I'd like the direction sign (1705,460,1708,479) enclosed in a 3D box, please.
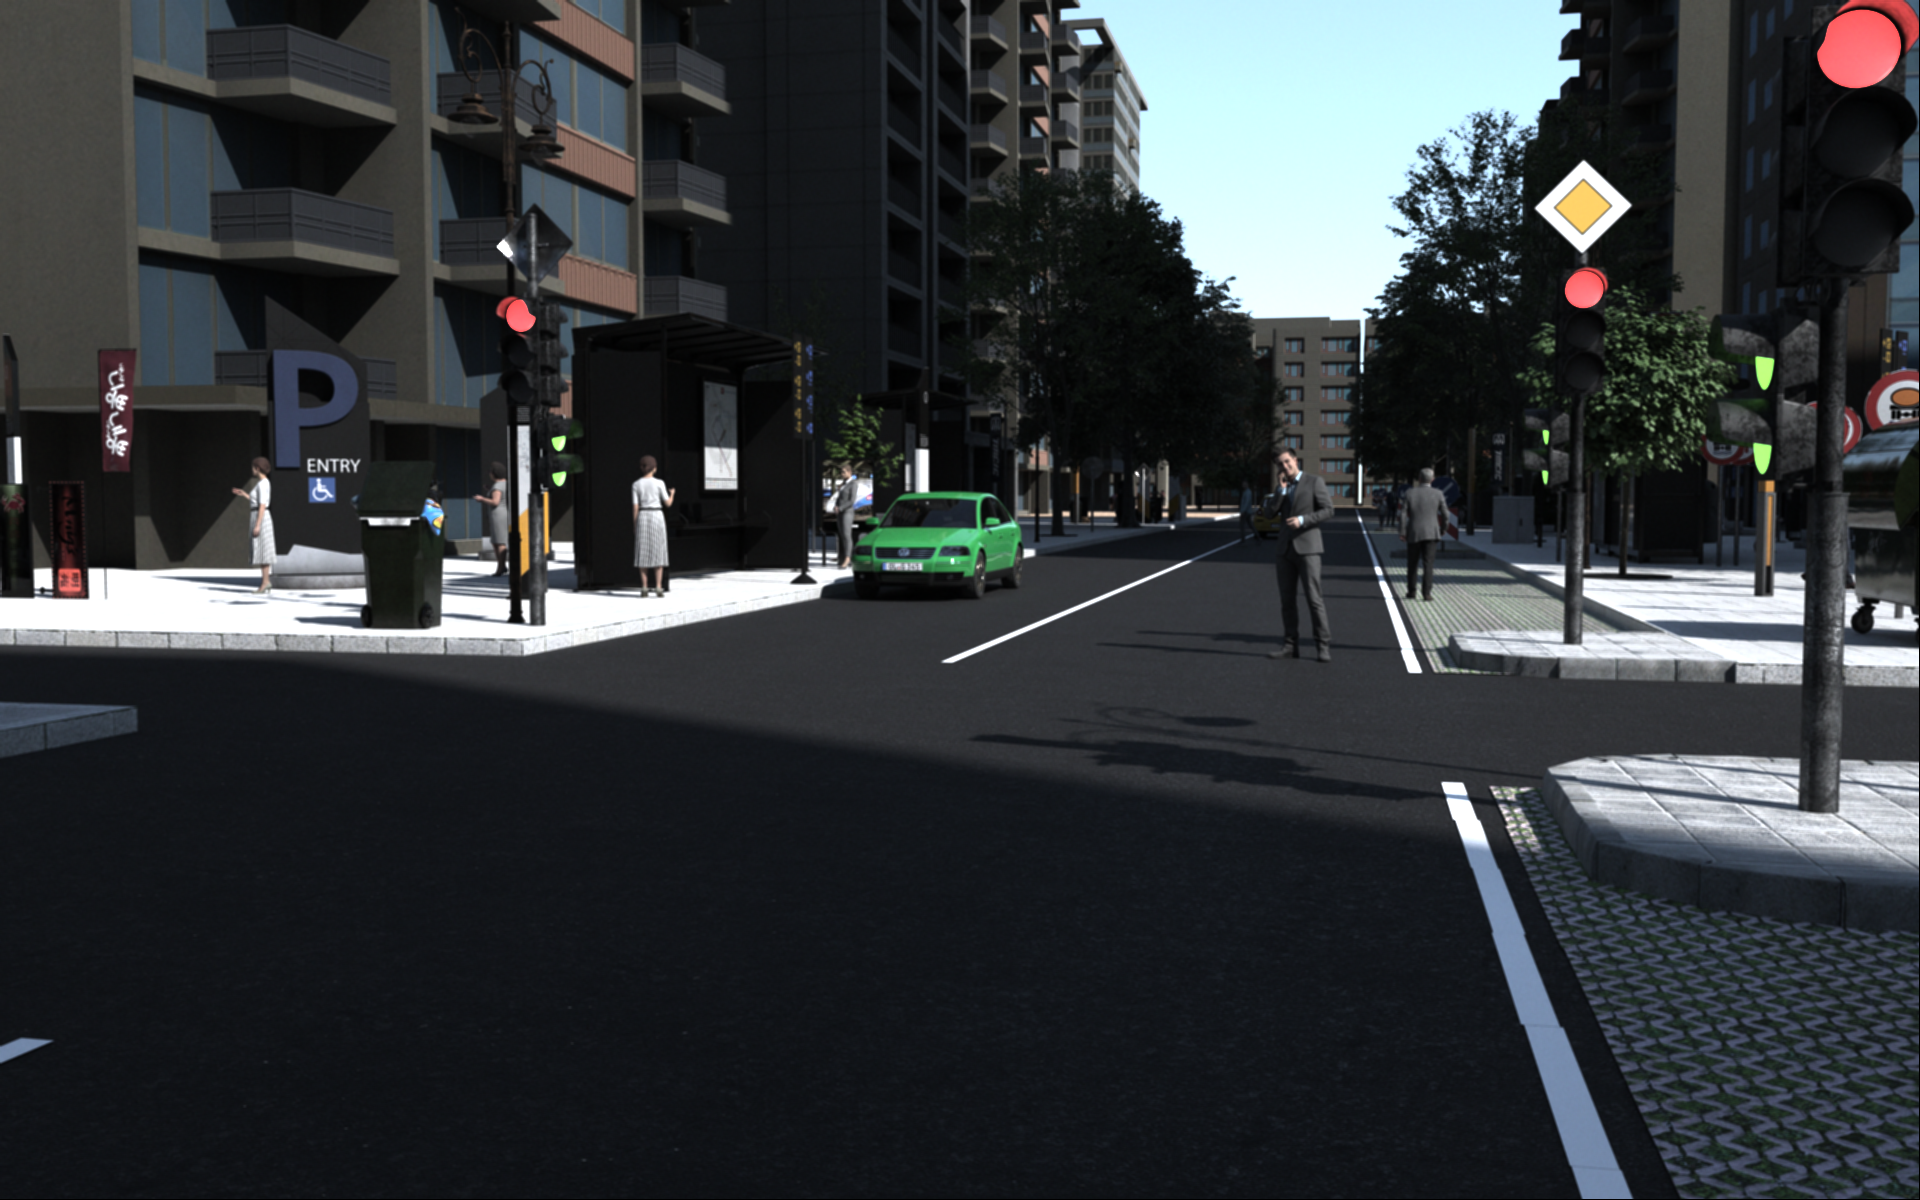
[{"bbox_3d":[22.363,-3.664,51.907,0.379,3.537,0.876,2,4,26],"label":"direction sign"}]

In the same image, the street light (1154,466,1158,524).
[{"bbox_3d":[8.482,-6.235,74.729,0.468,5.910,1.993,1,4,13],"label":"street light"}]

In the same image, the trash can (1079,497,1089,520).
[{"bbox_3d":[6.026,-4.526,85.658,0.748,1.137,0.748,0,3,0],"label":"trash can"}]

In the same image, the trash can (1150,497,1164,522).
[{"bbox_3d":[9.167,-4.245,81.065,0.748,1.137,0.748,0,3,0],"label":"trash can"}]

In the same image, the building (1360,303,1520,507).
[{"bbox_3d":[58.713,-21.001,188.398,28.899,21.520,27.650,1,4,13],"label":"building"}]

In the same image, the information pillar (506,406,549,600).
[{"bbox_3d":[-5.249,-1.812,20.980,0.504,3.616,0.183,1,4,11],"label":"information pillar"}]

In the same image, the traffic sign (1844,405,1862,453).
[{"bbox_3d":[12.090,-1.467,24.098,0.768,2.556,0.104,1,4,21],"label":"traffic sign"}]

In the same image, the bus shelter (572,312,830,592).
[{"bbox_3d":[-3.654,-2.102,25.653,1.731,3.624,6.357,1,4,13],"label":"bus shelter"}]

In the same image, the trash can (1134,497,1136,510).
[{"bbox_3d":[8.437,-4.559,86.188,0.748,1.137,0.748,0,3,0],"label":"trash can"}]

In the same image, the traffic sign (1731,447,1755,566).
[{"bbox_3d":[13.903,-1.887,30.955,0.768,2.556,0.104,1,4,14],"label":"traffic sign"}]

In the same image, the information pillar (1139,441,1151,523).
[{"bbox_3d":[8.084,-5.161,75.738,0.504,3.616,0.183,1,4,18],"label":"information pillar"}]

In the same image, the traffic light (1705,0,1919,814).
[{"bbox_3d":[3.465,-1.101,6.914,0.839,4.253,0.868,1,4,13],"label":"traffic light"}]

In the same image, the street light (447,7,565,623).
[{"bbox_3d":[-4.430,-2.711,17.111,0.468,5.910,1.993,1,4,13],"label":"street light"}]

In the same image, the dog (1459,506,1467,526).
[{"bbox_3d":[19.831,-3.345,69.064,0.513,0.831,0.800,-1,4,-20],"label":"dog"}]

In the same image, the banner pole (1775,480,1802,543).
[{"bbox_3d":[21.964,-3.421,45.943,0.863,3.779,0.401,-1,4,-12],"label":"banner pole"}]

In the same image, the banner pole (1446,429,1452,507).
[{"bbox_3d":[18.800,-4.689,66.686,0.401,3.779,0.863,0,4,4],"label":"banner pole"}]

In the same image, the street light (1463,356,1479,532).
[{"bbox_3d":[17.126,-5.226,58.233,0.468,5.910,1.993,1,4,13],"label":"street light"}]

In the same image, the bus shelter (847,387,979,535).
[{"bbox_3d":[-1.034,-3.054,41.224,1.731,3.624,6.357,1,4,13],"label":"bus shelter"}]

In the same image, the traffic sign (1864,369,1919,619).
[{"bbox_3d":[9.684,-1.081,17.787,0.768,2.556,0.104,1,4,20],"label":"traffic sign"}]

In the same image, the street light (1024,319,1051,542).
[{"bbox_3d":[2.056,-4.477,45.993,0.468,5.910,1.993,1,4,13],"label":"street light"}]

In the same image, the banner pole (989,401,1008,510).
[{"bbox_3d":[1.074,-3.479,46.900,0.401,3.779,0.863,-3,5,-41],"label":"banner pole"}]

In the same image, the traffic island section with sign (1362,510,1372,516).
[{"bbox_3d":[27.836,-6.489,114.720,1.989,1.847,2.006,1,4,13],"label":"traffic island section with sign"}]

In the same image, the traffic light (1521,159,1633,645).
[{"bbox_3d":[5.224,-1.577,14.704,0.839,4.253,0.868,1,4,13],"label":"traffic light"}]

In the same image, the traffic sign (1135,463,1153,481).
[{"bbox_3d":[7.635,-4.430,72.166,0.795,2.593,0.064,1,4,21],"label":"traffic sign"}]

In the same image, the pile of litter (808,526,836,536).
[{"bbox_3d":[-4.036,-2.383,52.933,1.719,0.858,1.176,0,4,-1],"label":"pile of litter"}]

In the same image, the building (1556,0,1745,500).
[{"bbox_3d":[48.882,-27.630,106.376,22.147,44.769,28.867,1,4,13],"label":"building"}]

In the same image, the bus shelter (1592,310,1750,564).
[{"bbox_3d":[14.197,-3.553,35.730,2.179,5.291,8.768,1,4,13],"label":"bus shelter"}]

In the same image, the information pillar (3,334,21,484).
[{"bbox_3d":[-13.846,-2.079,25.344,0.183,3.616,0.504,-3,5,-41],"label":"information pillar"}]

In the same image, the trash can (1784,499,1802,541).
[{"bbox_3d":[22.794,-2.167,47.091,0.748,1.137,0.748,0,3,0],"label":"trash can"}]

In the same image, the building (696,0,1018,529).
[{"bbox_3d":[-8.363,-38.814,72.867,20.563,71.187,20.611,1,4,13],"label":"building"}]

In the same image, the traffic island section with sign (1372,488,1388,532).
[{"bbox_3d":[16.717,-3.477,65.474,1.989,1.847,2.006,1,4,13],"label":"traffic island section with sign"}]

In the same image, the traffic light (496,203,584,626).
[{"bbox_3d":[-4.106,-1.704,16.787,0.839,4.253,0.868,1,4,13],"label":"traffic light"}]

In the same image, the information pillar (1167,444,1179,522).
[{"bbox_3d":[9.823,-5.407,79.766,0.504,3.616,0.183,1,4,17],"label":"information pillar"}]

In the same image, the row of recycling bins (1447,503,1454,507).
[{"bbox_3d":[24.186,-4.601,82.346,1.069,1.692,3.534,-1,4,-22],"label":"row of recycling bins"}]

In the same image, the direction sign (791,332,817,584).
[{"bbox_3d":[-2.238,-2.001,24.717,0.379,3.537,0.876,1,4,13],"label":"direction sign"}]

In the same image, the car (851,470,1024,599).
[{"bbox_3d":[-0.253,-1.000,25.151,1.959,1.807,4.718,1,4,13],"label":"car"}]

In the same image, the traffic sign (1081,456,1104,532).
[{"bbox_3d":[4.478,-3.579,58.616,0.768,2.556,0.104,1,4,13],"label":"traffic sign"}]

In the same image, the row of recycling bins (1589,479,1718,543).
[{"bbox_3d":[18.149,-2.347,45.494,3.534,1.692,1.069,-1,4,-9],"label":"row of recycling bins"}]

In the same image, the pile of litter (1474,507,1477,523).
[{"bbox_3d":[22.918,-3.948,78.515,1.176,0.858,1.719,-1,4,-9],"label":"pile of litter"}]

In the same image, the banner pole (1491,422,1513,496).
[{"bbox_3d":[18.865,-4.292,60.191,0.863,3.779,0.401,1,4,20],"label":"banner pole"}]

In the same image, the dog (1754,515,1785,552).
[{"bbox_3d":[17.812,-1.463,38.296,0.513,0.831,0.800,0,4,2],"label":"dog"}]

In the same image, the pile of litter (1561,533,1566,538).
[{"bbox_3d":[17.881,-2.198,49.897,1.176,0.858,1.719,1,4,11],"label":"pile of litter"}]

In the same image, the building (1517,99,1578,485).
[{"bbox_3d":[49.798,-21.828,128.592,14.160,30.474,14.107,1,4,13],"label":"building"}]

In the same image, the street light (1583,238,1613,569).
[{"bbox_3d":[10.721,-3.468,29.492,0.468,5.910,1.993,1,4,13],"label":"street light"}]

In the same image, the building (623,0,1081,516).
[{"bbox_3d":[-4.584,-27.741,108.185,22.147,44.769,28.867,1,4,13],"label":"building"}]

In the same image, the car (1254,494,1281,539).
[{"bbox_3d":[10.599,-2.842,56.685,2.015,1.641,3.980,1,4,14],"label":"car"}]

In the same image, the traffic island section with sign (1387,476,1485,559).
[{"bbox_3d":[10.685,-1.846,38.806,1.989,1.847,2.006,1,4,13],"label":"traffic island section with sign"}]

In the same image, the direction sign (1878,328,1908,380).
[{"bbox_3d":[12.904,-1.959,24.026,0.876,3.537,0.379,-3,5,-41],"label":"direction sign"}]

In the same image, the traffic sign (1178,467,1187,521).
[{"bbox_3d":[10.373,-5.008,81.994,0.768,2.556,0.104,1,4,22],"label":"traffic sign"}]

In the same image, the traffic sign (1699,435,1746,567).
[{"bbox_3d":[13.428,-1.863,30.571,0.768,2.556,0.104,1,4,15],"label":"traffic sign"}]

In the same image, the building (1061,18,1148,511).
[{"bbox_3d":[2.609,-27.654,144.029,23.993,40.220,32.217,1,4,13],"label":"building"}]

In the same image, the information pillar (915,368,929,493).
[{"bbox_3d":[-0.694,-2.487,32.020,0.183,3.616,0.504,1,4,20],"label":"information pillar"}]

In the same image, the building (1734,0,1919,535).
[{"bbox_3d":[35.290,-24.942,57.908,14.600,45.320,14.200,1,4,13],"label":"building"}]

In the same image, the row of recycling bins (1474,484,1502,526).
[{"bbox_3d":[21.863,-3.937,71.491,1.069,1.692,3.534,1,4,18],"label":"row of recycling bins"}]

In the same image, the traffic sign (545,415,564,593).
[{"bbox_3d":[-5.390,-1.243,22.460,0.606,2.300,0.079,1,4,20],"label":"traffic sign"}]

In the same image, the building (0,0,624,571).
[{"bbox_3d":[-18.672,-23.723,42.495,22.147,44.769,28.867,1,4,13],"label":"building"}]

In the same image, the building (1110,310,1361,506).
[{"bbox_3d":[30.310,-21.449,195.727,28.899,21.520,27.650,1,4,13],"label":"building"}]

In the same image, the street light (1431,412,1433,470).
[{"bbox_3d":[23.731,-6.997,87.189,0.468,5.910,1.993,1,4,13],"label":"street light"}]

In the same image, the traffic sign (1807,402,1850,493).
[{"bbox_3d":[11.810,-1.454,23.885,0.768,2.556,0.104,1,4,17],"label":"traffic sign"}]
